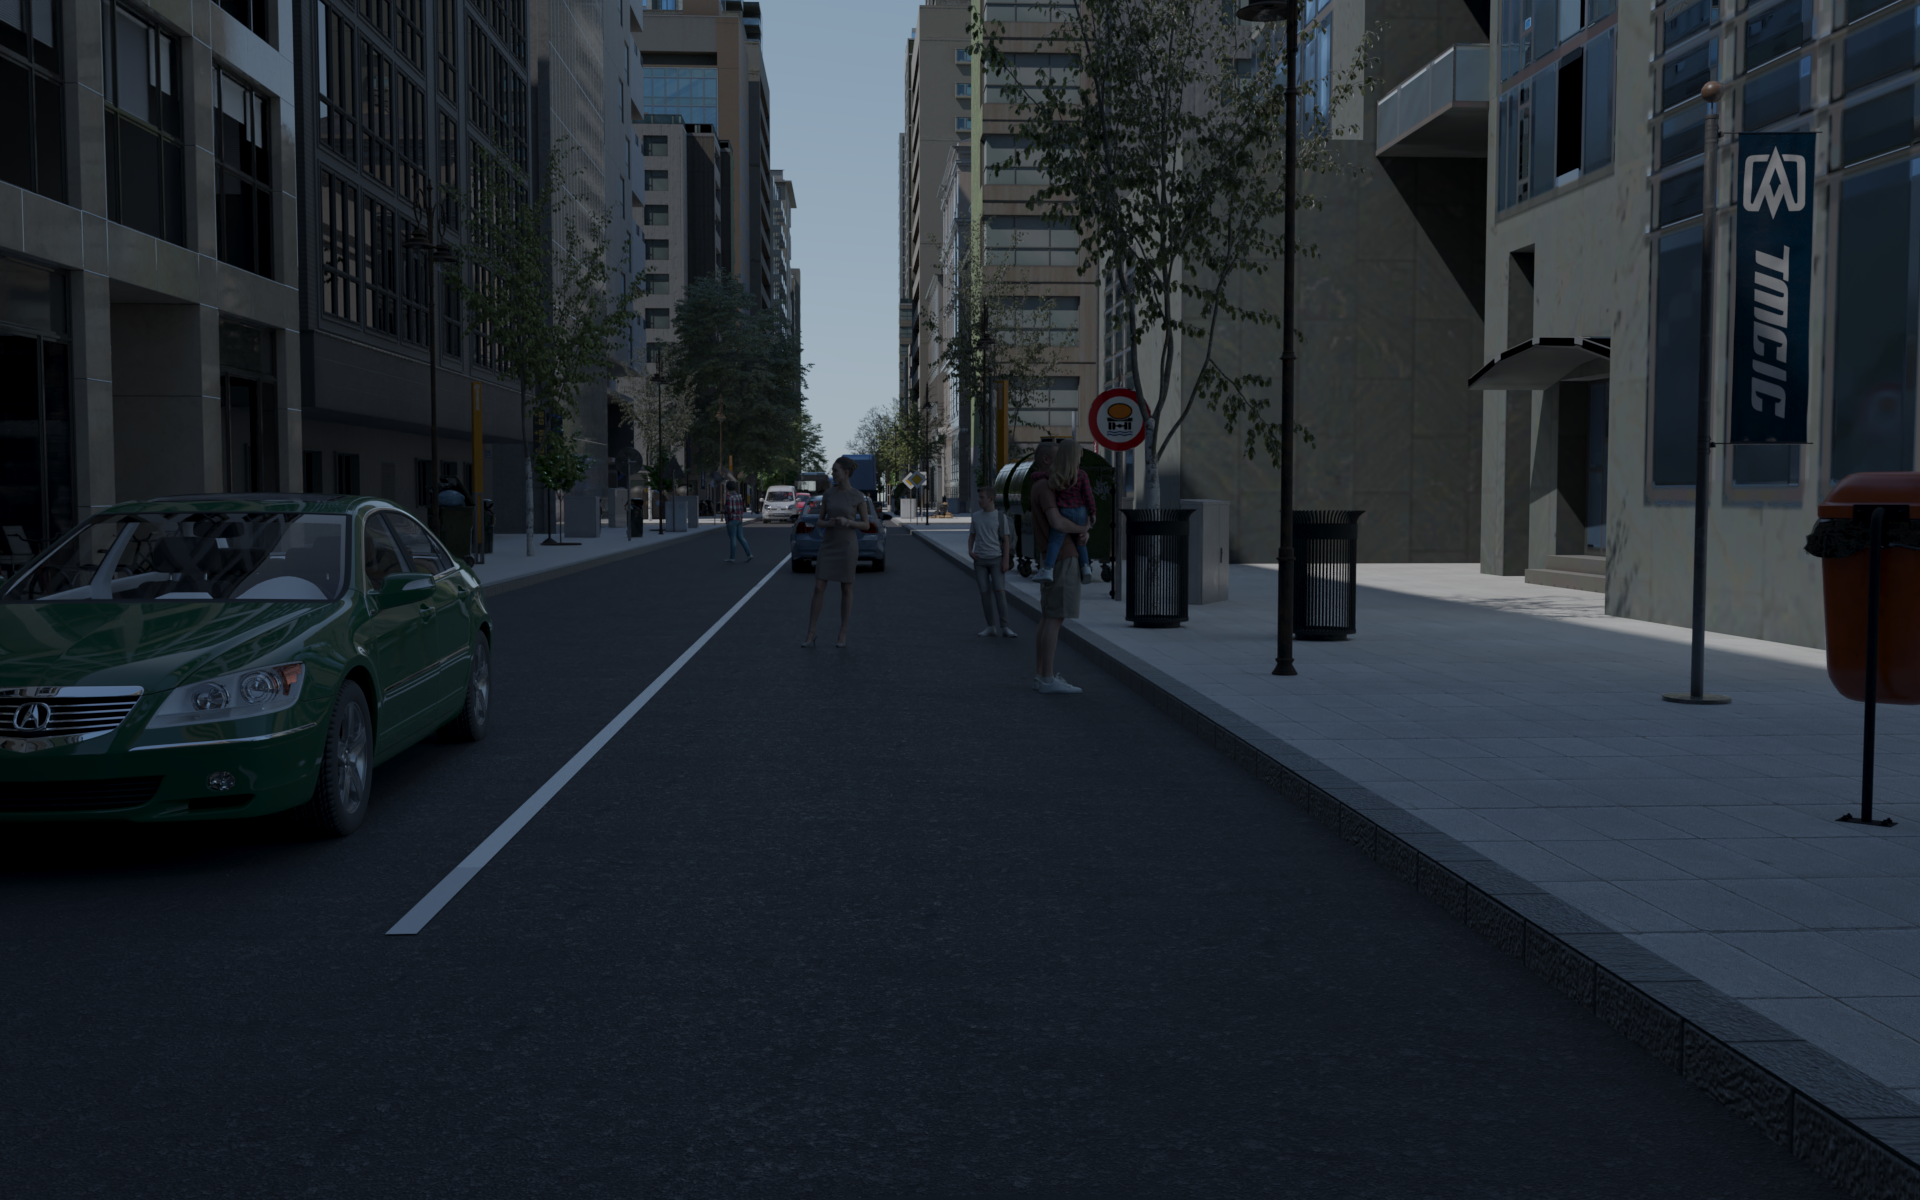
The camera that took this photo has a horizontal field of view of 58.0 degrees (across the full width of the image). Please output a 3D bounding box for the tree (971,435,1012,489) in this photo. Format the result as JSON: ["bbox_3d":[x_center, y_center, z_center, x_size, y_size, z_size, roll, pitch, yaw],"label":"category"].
[{"bbox_3d":[0.840,-3.485,51.577,1.663,3.219,1.824,0,3,0],"label":"tree"}]

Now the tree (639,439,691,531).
[{"bbox_3d":[-10.400,-4.028,60.454,1.663,3.219,1.824,0,3,0],"label":"tree"}]

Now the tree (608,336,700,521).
[{"bbox_3d":[-14.451,-8.046,81.915,4.360,8.622,3.978,0,3,0],"label":"tree"}]

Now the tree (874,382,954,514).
[{"bbox_3d":[-2.613,-9.967,113.328,4.737,8.622,4.395,0,3,0],"label":"tree"}]

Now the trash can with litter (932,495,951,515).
[{"bbox_3d":[-0.891,-5.724,104.646,1.678,1.210,2.233,-1,4,-8],"label":"trash can with litter"}]

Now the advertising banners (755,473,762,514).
[{"bbox_3d":[-13.057,-7.112,112.466,0.090,3.025,2.074,0,4,7],"label":"advertising banners"}]

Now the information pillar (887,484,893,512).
[{"bbox_3d":[-5.132,-7.513,127.322,0.304,2.012,0.304,-3,5,-41],"label":"information pillar"}]

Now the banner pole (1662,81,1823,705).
[{"bbox_3d":[4.795,-1.259,10.606,0.863,3.779,0.401,0,4,2],"label":"banner pole"}]

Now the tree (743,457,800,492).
[{"bbox_3d":[-14.568,-8.895,129.155,4.285,4.588,4.351,0,3,0],"label":"tree"}]

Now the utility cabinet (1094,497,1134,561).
[{"bbox_3d":[2.979,-1.374,33.635,0.306,1.237,1.020,3,4,37],"label":"utility cabinet"}]

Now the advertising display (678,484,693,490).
[{"bbox_3d":[-17.699,-6.519,111.803,0.974,1.923,0.123,1,4,12],"label":"advertising display"}]

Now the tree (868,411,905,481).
[{"bbox_3d":[-5.803,-12.215,150.077,4.360,8.622,3.978,0,3,0],"label":"tree"}]

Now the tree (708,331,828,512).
[{"bbox_3d":[-13.958,-12.393,120.758,7.486,12.596,7.792,0,3,0],"label":"tree"}]

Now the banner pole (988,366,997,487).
[{"bbox_3d":[0.653,-2.703,34.217,0.401,3.779,0.863,1,4,12],"label":"banner pole"}]

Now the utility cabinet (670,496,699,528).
[{"bbox_3d":[-10.408,-3.322,65.469,1.020,1.237,0.306,0,4,4],"label":"utility cabinet"}]

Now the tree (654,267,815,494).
[{"bbox_3d":[-12.643,-11.643,97.019,9.857,13.997,8.962,0,3,0],"label":"tree"}]

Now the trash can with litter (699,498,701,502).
[{"bbox_3d":[-17.756,-6.368,115.502,0.624,1.170,1.055,2,4,26],"label":"trash can with litter"}]

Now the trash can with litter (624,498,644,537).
[{"bbox_3d":[-9.749,-2.452,51.483,0.624,1.170,1.055,-1,4,-21],"label":"trash can with litter"}]

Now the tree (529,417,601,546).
[{"bbox_3d":[-10.133,-2.993,43.532,1.663,3.219,1.824,0,3,0],"label":"tree"}]

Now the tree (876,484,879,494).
[{"bbox_3d":[-9.173,-12.340,196.365,1.663,3.219,1.824,0,3,0],"label":"tree"}]

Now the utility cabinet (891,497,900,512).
[{"bbox_3d":[-4.311,-6.763,121.734,1.020,1.237,0.306,1,4,14],"label":"utility cabinet"}]

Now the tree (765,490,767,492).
[{"bbox_3d":[-14.993,-8.716,137.112,1.663,3.219,1.824,0,3,0],"label":"tree"}]

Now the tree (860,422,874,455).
[{"bbox_3d":[-4.376,-11.026,130.637,4.737,8.622,4.395,0,3,0],"label":"tree"}]

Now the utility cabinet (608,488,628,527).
[{"bbox_3d":[-13.080,-3.523,66.285,0.318,1.500,1.173,1,4,12],"label":"utility cabinet"}]

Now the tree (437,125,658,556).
[{"bbox_3d":[-8.626,-5.204,35.455,4.737,8.622,4.395,0,3,0],"label":"tree"}]

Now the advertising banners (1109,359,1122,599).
[{"bbox_3d":[1.991,-1.576,21.956,0.090,3.025,2.074,0,4,8],"label":"advertising banners"}]

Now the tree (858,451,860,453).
[{"bbox_3d":[-8.052,-13.925,178.036,4.737,8.622,4.395,0,3,0],"label":"tree"}]

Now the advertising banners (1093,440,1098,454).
[{"bbox_3d":[4.005,-3.504,53.477,0.090,3.025,2.074,-1,4,-8],"label":"advertising banners"}]

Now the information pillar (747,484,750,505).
[{"bbox_3d":[-17.507,-9.358,144.365,0.504,3.616,0.183,2,4,29],"label":"information pillar"}]

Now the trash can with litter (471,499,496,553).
[{"bbox_3d":[-10.496,-1.592,37.422,1.055,1.170,0.624,3,5,44],"label":"trash can with litter"}]

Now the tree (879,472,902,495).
[{"bbox_3d":[-5.106,-8.642,135.902,1.663,3.219,1.824,0,3,0],"label":"tree"}]

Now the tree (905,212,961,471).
[{"bbox_3d":[0.875,-5.783,44.910,4.360,8.622,3.978,0,3,0],"label":"tree"}]

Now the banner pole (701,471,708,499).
[{"bbox_3d":[-16.491,-7.453,111.870,0.401,3.779,0.863,2,4,28],"label":"banner pole"}]

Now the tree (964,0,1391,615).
[{"bbox_3d":[2.029,-4.112,17.593,4.360,8.622,3.978,0,3,0],"label":"tree"}]

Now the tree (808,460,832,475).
[{"bbox_3d":[-25.092,-21.893,308.317,4.737,8.622,4.395,0,3,0],"label":"tree"}]

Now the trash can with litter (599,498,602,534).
[{"bbox_3d":[-11.831,-2.673,55.093,0.624,1.170,1.055,-3,5,-43],"label":"trash can with litter"}]

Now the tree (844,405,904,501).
[{"bbox_3d":[-11.174,-20.084,238.736,12.009,13.543,11.850,0,3,0],"label":"tree"}]

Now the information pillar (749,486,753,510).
[{"bbox_3d":[-17.010,-8.372,141.370,0.304,2.012,0.304,0,4,0],"label":"information pillar"}]

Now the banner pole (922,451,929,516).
[{"bbox_3d":[-2.002,-6.833,101.732,0.401,3.779,0.863,2,4,27],"label":"banner pole"}]

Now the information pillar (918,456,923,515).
[{"bbox_3d":[-2.385,-7.064,106.859,0.183,3.616,0.504,-2,4,-27],"label":"information pillar"}]

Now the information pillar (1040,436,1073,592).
[{"bbox_3d":[1.225,-1.072,22.019,0.304,2.012,0.304,-2,4,-33],"label":"information pillar"}]

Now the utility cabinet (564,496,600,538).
[{"bbox_3d":[-11.148,-2.442,51.080,1.020,1.237,0.306,1,4,14],"label":"utility cabinet"}]
